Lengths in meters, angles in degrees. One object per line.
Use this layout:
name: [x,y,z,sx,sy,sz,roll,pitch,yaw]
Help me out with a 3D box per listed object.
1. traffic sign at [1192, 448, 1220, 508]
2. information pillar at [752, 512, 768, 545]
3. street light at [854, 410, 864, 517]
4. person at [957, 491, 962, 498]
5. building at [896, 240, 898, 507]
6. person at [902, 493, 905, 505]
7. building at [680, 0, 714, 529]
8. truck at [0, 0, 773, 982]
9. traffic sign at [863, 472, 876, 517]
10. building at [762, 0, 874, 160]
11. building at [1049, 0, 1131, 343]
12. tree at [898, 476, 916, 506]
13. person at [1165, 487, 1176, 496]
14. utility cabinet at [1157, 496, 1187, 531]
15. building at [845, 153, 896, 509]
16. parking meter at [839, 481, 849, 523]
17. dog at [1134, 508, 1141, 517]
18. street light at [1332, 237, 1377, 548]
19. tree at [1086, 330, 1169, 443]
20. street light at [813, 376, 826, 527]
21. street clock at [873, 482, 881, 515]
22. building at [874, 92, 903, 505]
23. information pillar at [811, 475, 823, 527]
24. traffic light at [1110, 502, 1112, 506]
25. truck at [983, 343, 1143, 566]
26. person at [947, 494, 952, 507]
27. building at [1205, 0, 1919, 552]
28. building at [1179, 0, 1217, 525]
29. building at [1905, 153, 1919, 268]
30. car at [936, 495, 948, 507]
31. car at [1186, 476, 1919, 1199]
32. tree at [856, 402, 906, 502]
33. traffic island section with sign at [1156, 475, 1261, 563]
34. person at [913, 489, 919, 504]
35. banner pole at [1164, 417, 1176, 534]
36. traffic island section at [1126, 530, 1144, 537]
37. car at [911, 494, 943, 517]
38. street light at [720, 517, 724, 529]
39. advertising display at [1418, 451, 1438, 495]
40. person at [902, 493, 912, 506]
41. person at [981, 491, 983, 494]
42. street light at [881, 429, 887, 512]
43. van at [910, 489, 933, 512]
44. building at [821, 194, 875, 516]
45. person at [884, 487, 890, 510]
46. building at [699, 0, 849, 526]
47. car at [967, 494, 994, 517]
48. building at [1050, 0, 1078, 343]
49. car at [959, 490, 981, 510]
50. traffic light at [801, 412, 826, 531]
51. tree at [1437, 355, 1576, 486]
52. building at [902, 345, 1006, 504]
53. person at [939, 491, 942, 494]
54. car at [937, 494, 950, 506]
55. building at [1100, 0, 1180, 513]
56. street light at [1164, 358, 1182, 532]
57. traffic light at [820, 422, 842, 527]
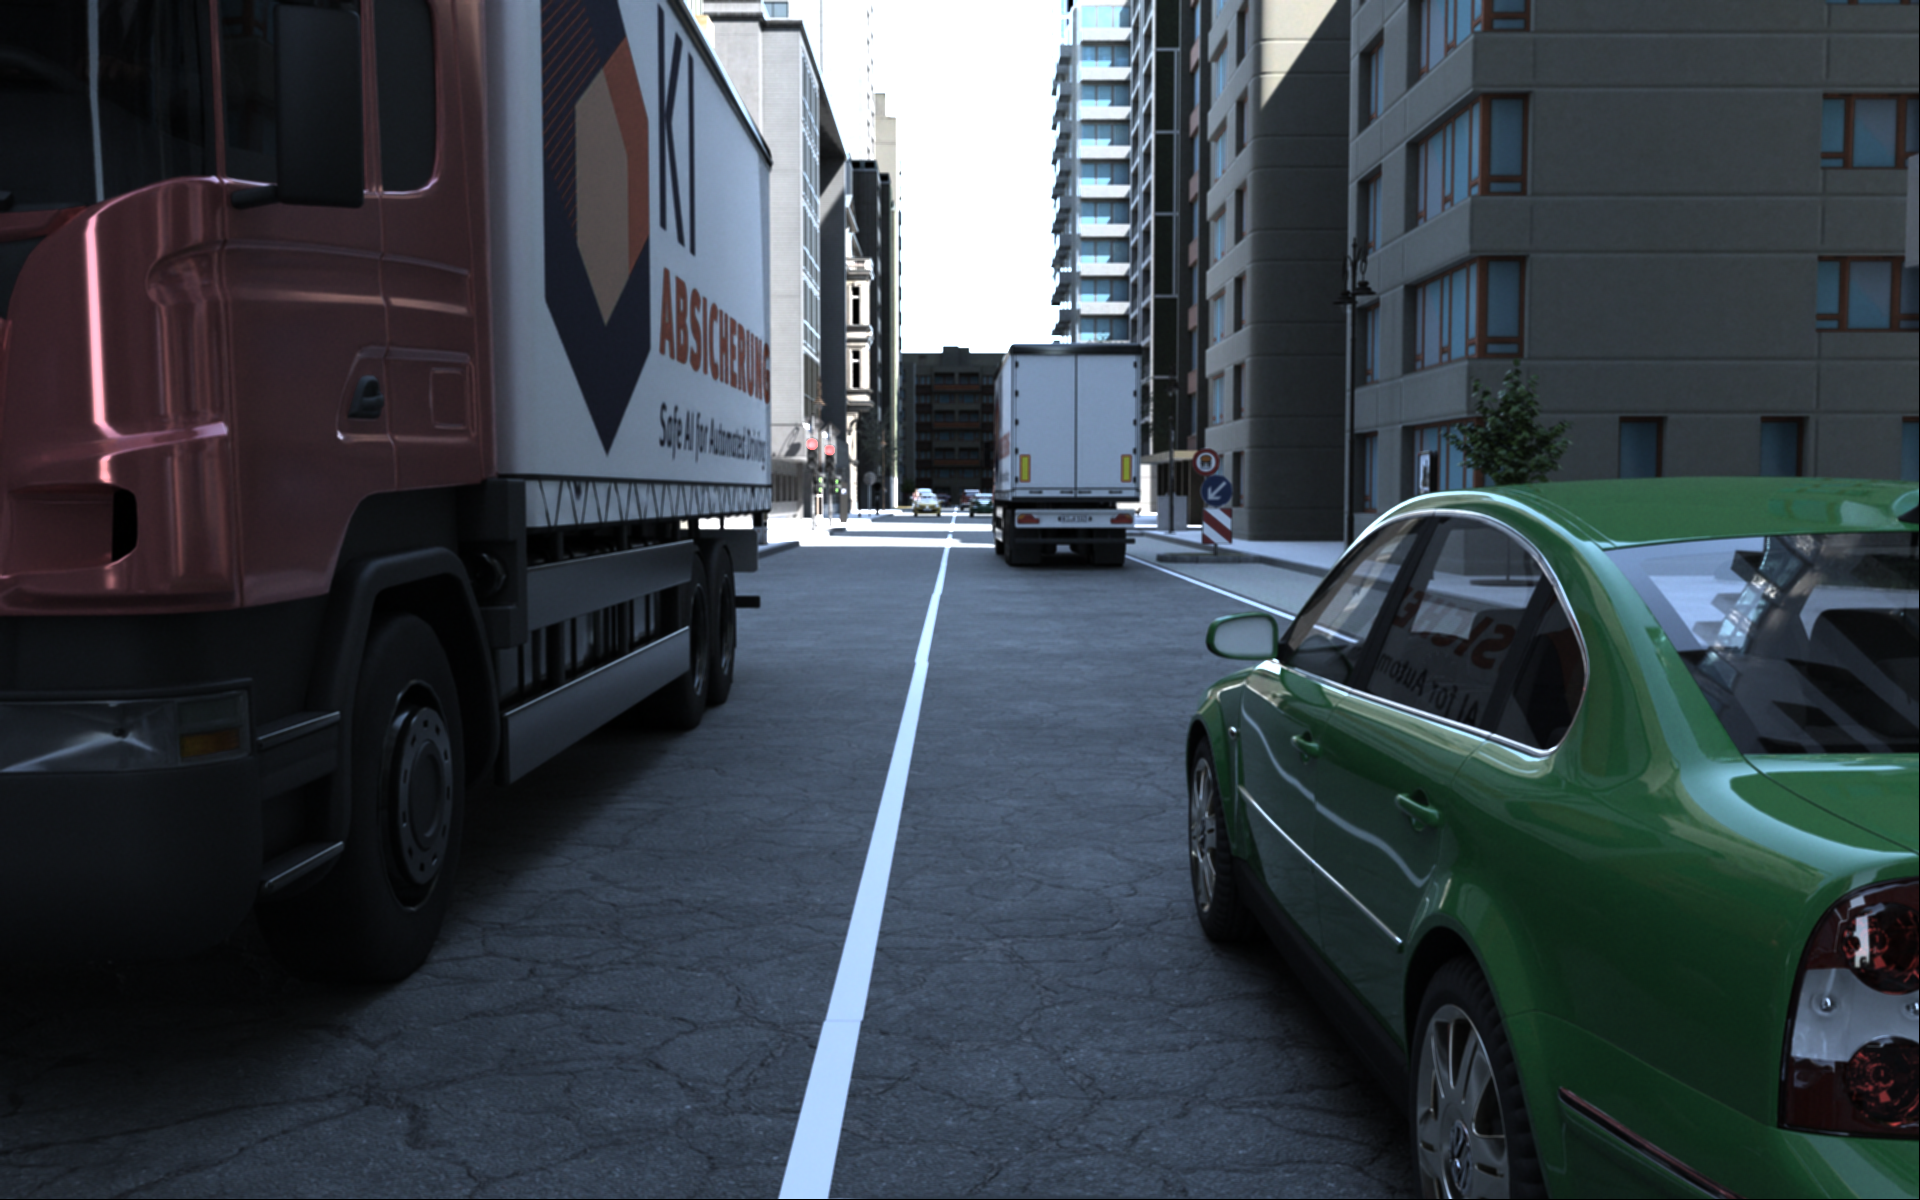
traffic sign: [6.857,-2.950,48.346,0.768,2.556,0.104,0,4,8]
information pillar: [-5.043,-2.396,43.674,0.304,2.012,0.304,1,4,16]
street light: [-5.557,-7.521,95.751,0.468,5.910,1.993,0,3,0]
person: [0.201,-12.603,214.633,1.350,1.814,0.705,1,4,21]
building: [-13.237,-23.966,163.539,14.160,30.474,14.107,0,3,0]
person: [-6.343,-11.572,196.160,0.530,1.710,0.541,1,4,10]
building: [-18.631,-21.349,40.934,23.993,40.220,32.217,0,3,0]
truck: [-2.756,-1.197,8.482,2.839,4.237,11.283,0,4,0]
traffic sign: [-5.149,-6.028,98.657,0.768,2.556,0.104,0,4,3]
building: [-17.107,-45.366,179.980,20.563,71.187,20.611,0,3,0]
building: [20.311,-33.660,169.953,23.786,49.044,30.456,0,3,0]
tree: [-5.610,-11.358,180.300,1.663,3.219,1.824,0,3,0]
person: [7.949,-3.405,64.450,0.520,1.790,0.573,-3,4,-37]
utility cabinet: [7.378,-3.000,60.217,1.020,1.237,0.306,0,4,1]
building: [-13.137,-23.104,149.458,14.160,30.474,14.107,0,3,0]
parking meter: [-5.099,-4.312,76.206,0.399,1.863,0.255,0,4,-4]
dog: [9.909,-4.883,96.673,0.540,0.507,0.406,1,4,21]
street light: [7.112,-3.584,31.391,0.468,5.910,1.993,0,3,0]
tree: [8.185,-10.091,99.401,8.767,10.594,7.601,2,4,34]
street light: [-5.521,-5.839,68.248,0.468,5.910,1.993,0,3,0]
street clock: [-5.052,-6.198,105.907,0.471,2.002,0.358,0,4,-6]
building: [-17.813,-35.632,206.279,21.600,48.544,21.300,0,3,0]
information pillar: [-5.507,-3.806,66.726,0.304,2.012,0.304,2,4,33]
traffic light: [5.138,-4.311,59.400,0.839,4.253,0.868,0,3,0]
truck: [2.056,-2.987,37.756,2.839,4.237,11.283,0,4,-1]
person: [-1.220,-11.062,192.603,0.421,1.427,0.697,-3,5,-41]
building: [21.731,-11.983,40.966,27.650,21.520,28.899,0,3,0]
building: [22.782,-25.892,77.960,28.867,44.769,22.147,0,3,0]
building: [19.106,-23.420,2.518,23.786,49.044,30.456,0,3,0]
car: [-2.239,-10.832,189.683,1.945,1.354,3.894,0,3,0]
car: [1.677,0.281,4.207,1.959,1.807,4.718,0,4,-1]
tree: [-6.447,-11.589,139.834,4.360,8.622,3.978,0,3,0]
traffic island section with sign: [5.189,-1.705,36.507,1.989,1.847,2.006,0,3,0]
person: [-3.210,-7.332,128.384,0.555,1.821,0.388,0,4,3]
banner pole: [6.876,-4.049,56.212,0.401,3.779,0.863,1,4,17]
traffic island section: [5.178,-2.277,59.514,2.009,0.180,2.903,0,3,0]
car: [-2.094,-6.145,110.699,2.015,1.641,3.980,0,4,-1]
street light: [-5.445,-4.078,39.468,0.468,5.910,1.993,0,3,0]
advertising display: [7.094,-1.290,26.300,0.123,1.923,0.974,0,4,5]
person: [-5.585,-10.754,182.589,1.217,1.743,0.721,2,4,30]
person: [2.325,-10.957,188.474,1.217,1.723,0.721,1,4,19]
street light: [-5.447,-9.203,123.253,0.468,5.910,1.993,0,3,0]
van: [-2.888,-7.944,136.903,2.013,2.044,4.112,0,4,1]
building: [-13.033,-18.146,115.768,14.460,24.649,34.723,0,3,0]
person: [-6.096,-8.352,142.374,0.755,1.850,0.659,-1,4,-12]
building: [-13.406,-16.170,83.438,14.314,24.678,30.058,0,3,0]
car: [1.516,-5.912,108.454,2.131,1.459,4.920,0,4,1]
building: [19.347,-54.259,199.806,22.319,86.520,31.000,0,3,0]
car: [1.033,-8.806,152.649,2.281,1.827,5.304,0,4,0]
traffic light: [-5.023,-4.309,59.379,0.839,4.253,0.868,0,3,0]
tree: [7.834,-1.815,24.279,1.663,3.219,1.824,0,3,0]
building: [-0.454,-24.220,241.030,28.899,21.520,27.650,0,3,0]
person: [-2.468,-12.889,218.868,1.348,1.869,0.705,0,4,-1]
car: [-2.141,-12.398,211.743,2.155,1.783,4.494,0,4,0]
building: [20.823,-41.664,119.461,20.563,71.187,20.611,0,3,0]
street light: [7.219,-5.266,58.894,0.468,5.910,1.993,0,3,0]
traffic light: [-5.026,-4.798,67.364,0.839,4.253,0.868,0,3,0]
